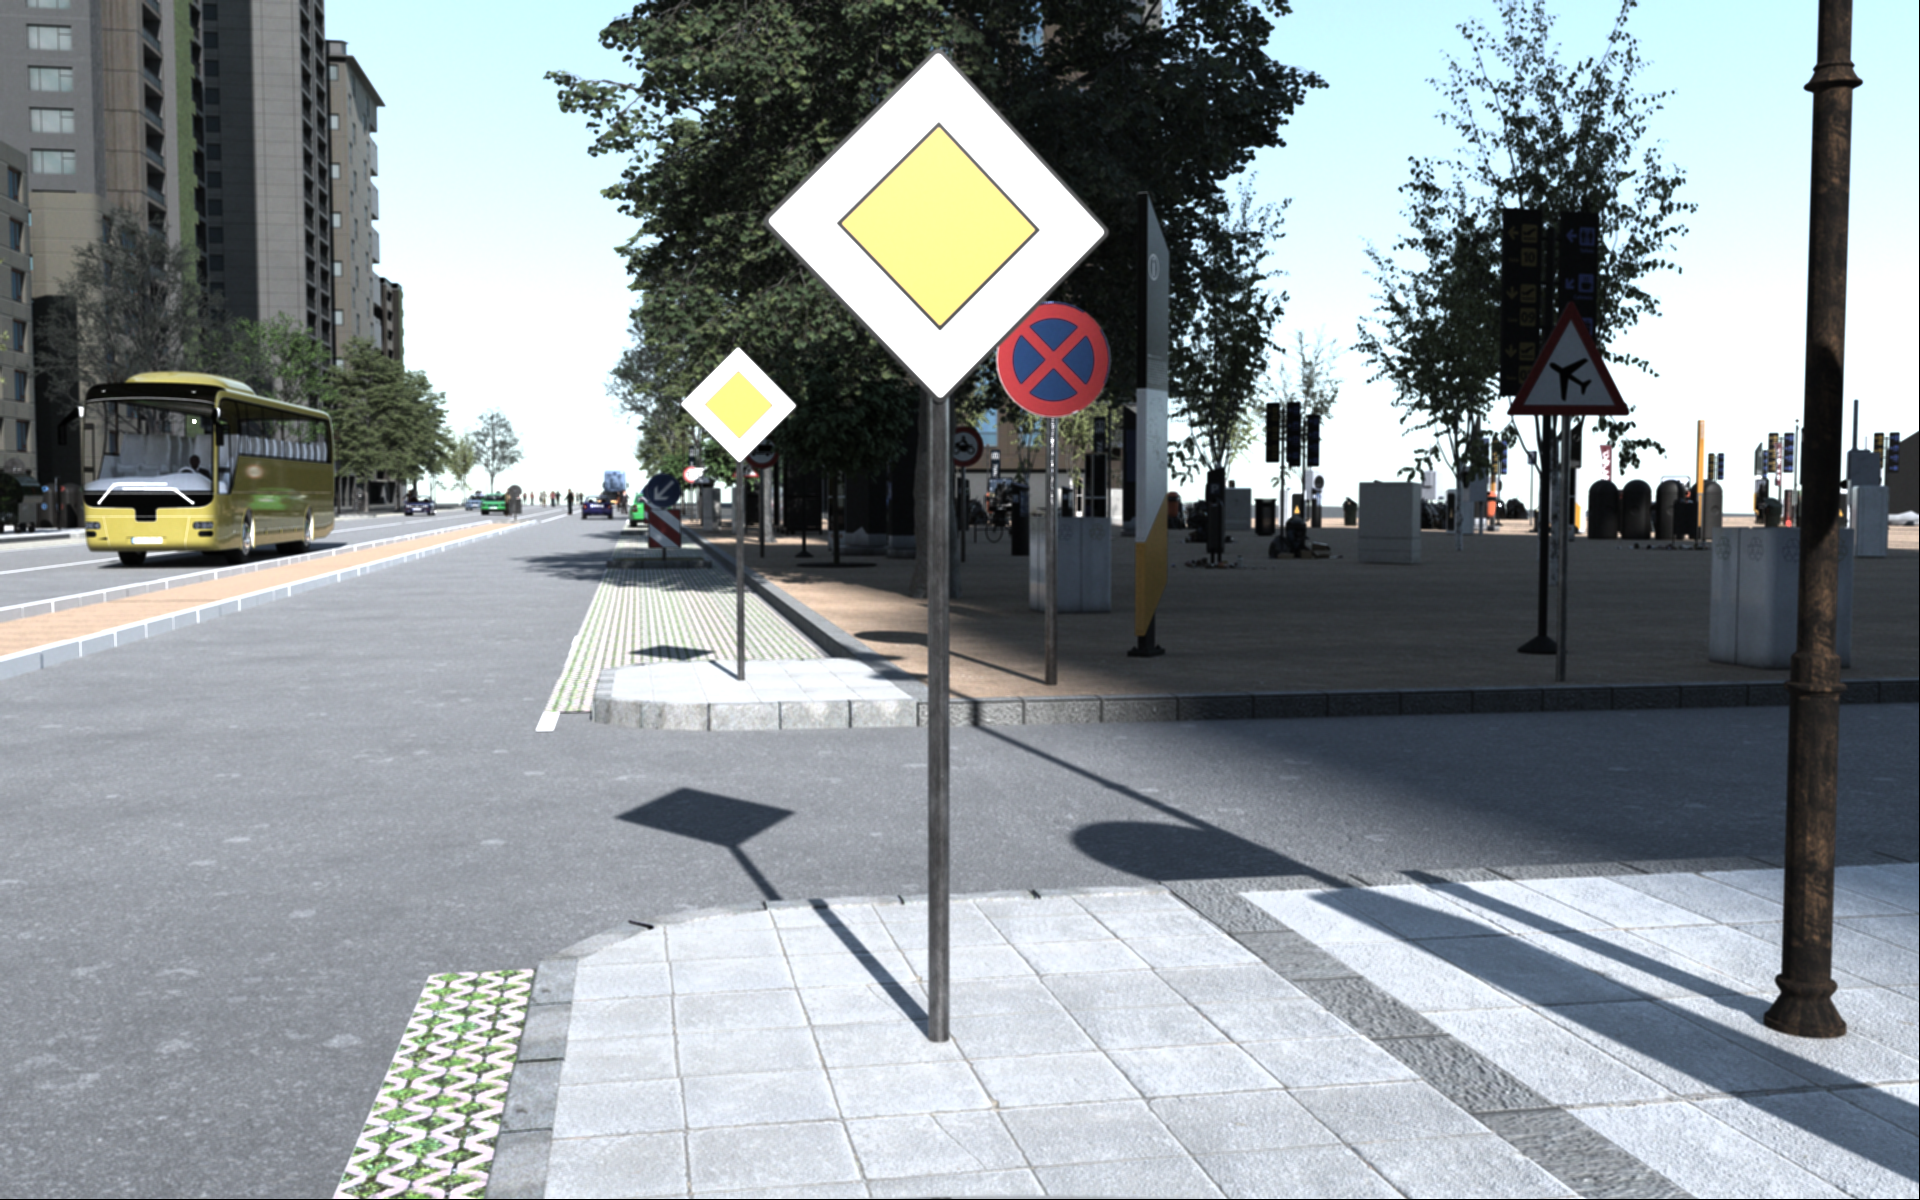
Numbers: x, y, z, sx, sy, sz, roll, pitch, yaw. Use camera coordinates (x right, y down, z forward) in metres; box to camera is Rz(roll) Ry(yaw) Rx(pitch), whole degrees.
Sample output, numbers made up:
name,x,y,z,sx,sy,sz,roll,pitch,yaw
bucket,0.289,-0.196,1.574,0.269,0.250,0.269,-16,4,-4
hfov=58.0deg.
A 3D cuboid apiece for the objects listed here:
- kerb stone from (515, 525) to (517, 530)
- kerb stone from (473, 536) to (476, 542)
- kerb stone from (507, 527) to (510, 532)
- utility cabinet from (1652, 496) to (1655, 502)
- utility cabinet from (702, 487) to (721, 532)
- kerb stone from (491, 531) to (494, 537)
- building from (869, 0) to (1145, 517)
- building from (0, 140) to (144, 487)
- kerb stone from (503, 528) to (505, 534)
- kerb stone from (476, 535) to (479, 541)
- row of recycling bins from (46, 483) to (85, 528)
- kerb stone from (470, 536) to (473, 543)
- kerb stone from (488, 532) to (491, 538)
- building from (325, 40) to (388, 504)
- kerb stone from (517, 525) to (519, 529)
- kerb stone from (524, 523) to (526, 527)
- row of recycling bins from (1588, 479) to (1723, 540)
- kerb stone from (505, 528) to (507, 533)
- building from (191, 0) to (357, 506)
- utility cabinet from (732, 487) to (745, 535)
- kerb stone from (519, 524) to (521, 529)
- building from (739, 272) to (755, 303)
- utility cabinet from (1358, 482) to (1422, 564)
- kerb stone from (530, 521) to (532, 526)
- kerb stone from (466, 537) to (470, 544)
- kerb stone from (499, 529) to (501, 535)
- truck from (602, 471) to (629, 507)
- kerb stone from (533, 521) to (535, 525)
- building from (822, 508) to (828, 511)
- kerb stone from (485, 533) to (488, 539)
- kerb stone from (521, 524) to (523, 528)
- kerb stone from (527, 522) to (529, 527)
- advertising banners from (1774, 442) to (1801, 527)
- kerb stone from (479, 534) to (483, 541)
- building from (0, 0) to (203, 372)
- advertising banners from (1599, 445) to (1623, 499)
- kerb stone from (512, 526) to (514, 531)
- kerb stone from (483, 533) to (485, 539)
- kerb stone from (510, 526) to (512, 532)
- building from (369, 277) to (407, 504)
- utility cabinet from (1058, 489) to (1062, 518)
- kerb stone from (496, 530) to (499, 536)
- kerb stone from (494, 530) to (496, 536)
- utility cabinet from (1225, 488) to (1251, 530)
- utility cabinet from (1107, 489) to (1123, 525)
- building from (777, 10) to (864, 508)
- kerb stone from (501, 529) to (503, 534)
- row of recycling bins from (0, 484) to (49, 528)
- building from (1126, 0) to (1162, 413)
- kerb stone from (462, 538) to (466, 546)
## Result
name,x,y,z,sx,sy,sz,roll,pitch,yaw
kerb stone,-17.604,-2.807,68.097,0.120,0.150,1.000,-1,4,-10
kerb stone,-14.428,-1.760,50.983,0.120,0.150,1.000,-1,4,-10
kerb stone,-16.854,-2.561,64.065,0.120,0.150,1.000,-1,4,-10
utility cabinet,29.631,-3.874,74.499,0.306,1.237,1.020,2,4,29
utility cabinet,-8.364,-3.042,58.417,0.318,1.500,1.173,-2,4,-25
kerb stone,-15.543,-2.130,57.020,0.120,0.150,1.000,-1,4,-10
building,2.277,-27.794,104.540,14.600,45.320,14.200,-1,4,-10
building,-62.157,-15.098,91.900,27.650,21.520,28.899,-1,4,-10
kerb stone,-16.478,-2.438,62.051,0.120,0.150,1.000,-1,4,-10
kerb stone,-14.609,-1.822,51.989,0.120,0.150,1.000,-1,4,-10
row of recycling bins,-34.302,-3.783,68.967,1.069,1.692,3.534,2,4,25
kerb stone,-14.237,-1.699,49.971,0.120,0.150,1.000,-1,4,-10
kerb stone,-15.363,-2.068,56.014,0.120,0.150,1.000,-1,4,-10
building,-83.859,-37.618,204.285,28.713,52.752,27.495,-1,4,-10
kerb stone,-17.790,-2.869,69.107,0.120,0.150,1.000,-1,4,-10
kerb stone,-18.542,-3.115,73.142,0.120,0.150,1.000,-1,4,-10
row of recycling bins,19.645,-2.561,48.986,3.534,1.692,1.069,1,4,18
kerb stone,-16.673,-2.499,63.059,0.120,0.150,1.000,-1,4,-10
building,-75.121,-45.414,180.763,20.563,71.187,20.611,-1,4,-10
utility cabinet,-6.911,-2.778,54.095,0.318,1.500,1.173,-1,4,-13
kerb stone,-17.980,-2.929,70.115,0.120,0.150,1.000,-1,4,-10
building,-18.528,-35.305,231.858,22.147,44.769,28.867,-1,4,-10
utility cabinet,7.908,-1.418,31.863,0.318,1.500,1.173,-3,5,-40
kerb stone,-19.283,-3.362,77.173,0.120,0.150,1.000,-1,4,-10
kerb stone,-14.048,-1.635,48.961,0.120,0.150,1.000,-1,4,-10
kerb stone,-16.111,-2.315,60.038,0.120,0.150,1.000,-1,4,-10
truck,-38.517,-12.365,191.918,2.967,4.110,18.799,-1,4,-9
kerb stone,-19.660,-3.486,79.185,0.120,0.150,1.000,-1,4,-10
building,-1.940,-43.070,142.440,20.563,71.187,20.611,-1,4,-10
kerb stone,-15.174,-2.007,55.009,0.120,0.150,1.000,-1,4,-10
kerb stone,-18.161,-2.992,71.121,0.120,0.150,1.000,-1,4,-10
kerb stone,-18.912,-3.239,75.154,0.120,0.150,1.000,-1,4,-10
advertising banners,28.262,-3.842,59.011,2.074,3.025,0.090,-2,4,-34
kerb stone,-14.795,-1.884,52.994,0.120,0.150,1.000,-1,4,-10
building,-59.157,-26.308,113.727,14.154,41.232,14.086,-1,4,-10
advertising banners,23.561,-3.995,61.500,2.074,3.025,0.090,-1,4,-15
kerb stone,-17.228,-2.681,66.081,0.120,0.150,1.000,-1,4,-10
kerb stone,-14.988,-1.946,54.004,0.120,0.150,1.000,-1,4,-10
kerb stone,-17.041,-2.617,65.077,0.120,0.150,1.000,-1,4,-10
building,-80.812,-27.825,226.645,14.160,30.474,14.107,-1,4,-10
utility cabinet,3.826,-3.648,68.324,0.318,1.500,1.173,-1,4,-13
kerb stone,-15.915,-2.253,59.035,0.120,0.150,1.000,-1,4,-10
kerb stone,-15.726,-2.192,58.031,0.120,0.150,1.000,-1,4,-10
utility cabinet,9.590,-3.177,60.617,1.173,1.500,0.318,0,4,6
utility cabinet,6.262,-3.785,70.563,0.318,1.500,1.173,2,4,30
building,-14.728,-46.940,205.720,20.563,71.187,20.611,-1,4,-10
kerb stone,-16.305,-2.376,61.042,0.120,0.150,1.000,-1,4,-10
row of recycling bins,-39.101,-3.923,71.254,3.534,1.692,1.069,2,4,33
building,1.396,-41.815,121.929,20.563,71.187,20.611,-1,4,-10
kerb stone,-13.864,-1.572,47.956,0.120,0.150,1.000,-1,4,-10
